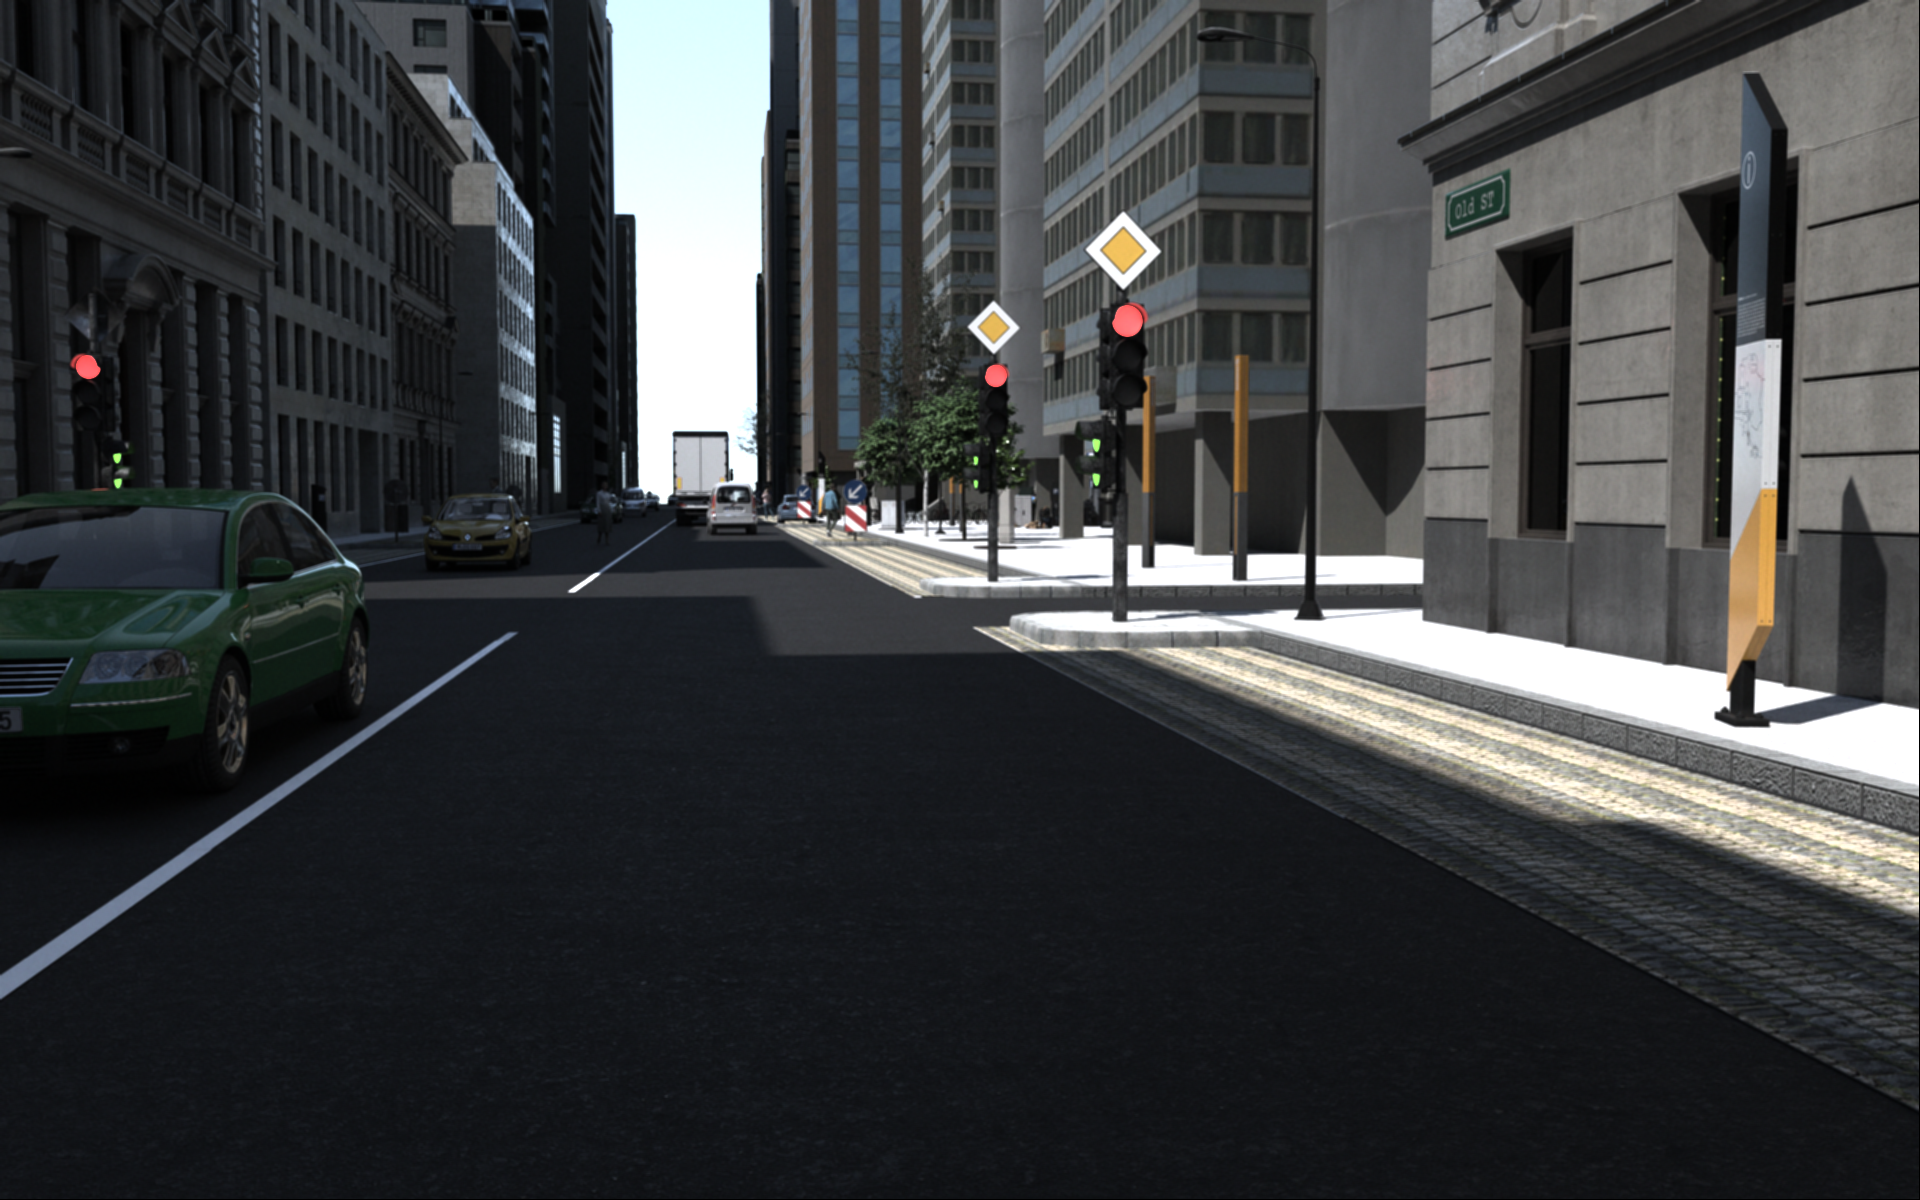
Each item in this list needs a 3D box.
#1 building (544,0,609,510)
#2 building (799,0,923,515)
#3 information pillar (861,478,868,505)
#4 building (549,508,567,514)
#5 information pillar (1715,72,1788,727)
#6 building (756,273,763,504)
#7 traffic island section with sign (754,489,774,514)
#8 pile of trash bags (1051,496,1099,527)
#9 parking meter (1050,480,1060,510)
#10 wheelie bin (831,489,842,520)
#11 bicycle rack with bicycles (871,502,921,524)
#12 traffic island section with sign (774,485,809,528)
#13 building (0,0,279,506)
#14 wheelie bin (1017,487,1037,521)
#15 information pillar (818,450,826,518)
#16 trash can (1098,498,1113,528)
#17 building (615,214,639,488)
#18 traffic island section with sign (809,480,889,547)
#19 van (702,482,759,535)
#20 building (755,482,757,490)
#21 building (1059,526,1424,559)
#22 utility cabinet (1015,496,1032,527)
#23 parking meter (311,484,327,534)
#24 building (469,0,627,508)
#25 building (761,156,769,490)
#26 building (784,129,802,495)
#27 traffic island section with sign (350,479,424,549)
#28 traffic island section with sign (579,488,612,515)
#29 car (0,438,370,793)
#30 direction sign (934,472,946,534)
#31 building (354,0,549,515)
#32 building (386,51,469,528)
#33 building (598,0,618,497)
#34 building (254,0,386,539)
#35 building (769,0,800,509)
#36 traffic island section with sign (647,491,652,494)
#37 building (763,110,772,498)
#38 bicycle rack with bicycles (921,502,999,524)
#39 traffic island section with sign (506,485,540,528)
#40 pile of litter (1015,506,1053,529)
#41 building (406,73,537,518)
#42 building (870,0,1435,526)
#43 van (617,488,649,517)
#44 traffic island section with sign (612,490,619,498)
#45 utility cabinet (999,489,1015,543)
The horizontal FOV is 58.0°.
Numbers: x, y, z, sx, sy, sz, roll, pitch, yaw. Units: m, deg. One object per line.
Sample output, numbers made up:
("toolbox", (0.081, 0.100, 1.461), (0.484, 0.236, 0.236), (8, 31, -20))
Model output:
("building", (-42.380, -32.258, 151.126), (21.300, 48.544, 21.600), (0, 4, -8))
("building", (-3.095, -28.279, 112.476), (14.600, 45.320, 14.200), (0, 4, -8))
("information pillar", (-4.304, -4.539, 78.712), (0.304, 2.012, 0.304), (-2, 4, -35))
("building", (-39.597, -49.591, 123.483), (22.319, 86.520, 31.000), (0, 4, -8))
("information pillar", (4.366, -1.110, 9.502), (0.183, 3.616, 0.504), (0, 4, 6))
("building", (-19.693, -27.869, 227.355), (14.160, 30.474, 14.107), (0, 4, -8))
("traffic island section with sign", (-13.959, -7.073, 124.270), (1.989, 1.847, 2.006), (0, 4, -8))
("pile of trash bags", (5.240, -3.622, 68.965), (3.447, 1.369, 1.912), (1, 4, 10))
("parking meter", (3.962, -4.063, 72.147), (0.399, 1.863, 0.255), (0, 4, 0))
("wheelie bin", (-6.217, -4.782, 86.096), (0.693, 1.594, 0.980), (0, 4, 1))
("bicycle rack with bicycles", (-2.860, -3.765, 74.938), (2.925, 0.926, 2.852), (-1, 4, -16))
("traffic island section with sign", (-6.871, -4.038, 74.646), (1.989, 1.847, 2.006), (0, 4, -8))
("building", (-20.209, -12.388, 31.422), (11.050, 23.489, 19.941), (0, 4, -8))
("wheelie bin", (2.876, -4.073, 74.501), (0.980, 1.594, 0.693), (2, 4, 29))
("information pillar", (-7.357, -6.171, 92.249), (0.183, 3.616, 0.504), (-3, 5, -45))
("trash can", (5.552, -3.292, 65.481), (0.748, 1.137, 0.748), (0, 3, 0))
("building", (-53.016, -34.338, 245.020), (14.154, 41.232, 14.086), (0, 4, -8))
("traffic island section with sign", (-3.063, -2.406, 47.960), (1.989, 1.847, 2.006), (0, 4, -8))
("van", (-8.187, -3.364, 62.014), (2.013, 2.044, 4.112), (-1, 4, -10))
("building", (-13.141, -33.999, 247.764), (32.217, 40.220, 23.993), (0, 4, -8))
("building", (15.315, -21.422, 42.123), (23.993, 40.220, 32.217), (0, 4, -8))
("utility cabinet", (2.309, -3.491, 68.245), (1.020, 1.237, 0.306), (0, 4, -2))
("parking meter", (-16.657, -2.239, 45.023), (0.372, 1.533, 0.369), (0, 3, 0))
("building", (-54.039, -55.535, 220.676), (22.319, 86.520, 31.000), (0, 4, -8))
("building", (-17.388, -32.388, 213.142), (14.154, 41.232, 14.086), (0, 4, -8))
("building", (-7.331, -22.603, 141.261), (14.160, 30.474, 14.107), (0, 4, -8))
("traffic island section with sign", (-14.871, -2.262, 45.613), (1.989, 1.847, 2.006), (0, 4, -8))
("traffic island section with sign", (-25.803, -6.945, 122.179), (1.989, 1.847, 2.006), (0, 4, -8))
("car", (-4.550, -0.049, 9.603), (1.959, 1.807, 4.718), (0, 4, -7))
("direction sign", (-0.635, -3.900, 55.756), (0.876, 3.537, 0.379), (3, 4, 36))
("building", (-32.582, -20.291, 103.453), (14.160, 30.474, 14.107), (0, 4, -8))
("building", (-25.925, -12.433, 67.911), (10.561, 19.102, 19.286), (0, 4, -8))
("building", (-49.711, -39.767, 192.195), (21.231, 58.520, 28.212), (0, 4, -8))
("building", (-23.401, -11.943, 50.012), (10.420, 20.320, 16.860), (0, 4, -8))
("building", (-7.171, -37.907, 161.786), (21.231, 58.520, 28.212), (0, 4, -8))
("traffic island section with sign", (-41.264, -13.575, 230.570), (1.989, 1.847, 2.006), (0, 4, -8))
("building", (-15.313, -33.574, 199.053), (14.600, 45.320, 14.200), (0, 4, -8))
("bicycle rack with bicycles", (0.385, -3.708, 74.003), (2.852, 0.926, 2.925), (-2, 4, -28))
("traffic island section with sign", (-18.775, -3.935, 72.963), (1.989, 1.847, 2.006), (0, 4, -8))
("pile of litter", (2.905, -3.079, 64.315), (1.176, 0.858, 1.719), (2, 4, 26))
("building", (-27.561, -14.209, 87.065), (10.420, 20.320, 16.860), (0, 4, -8))
("building", (10.966, -24.357, 90.124), (32.217, 40.220, 23.993), (0, 4, -8))
("van", (-20.851, -6.322, 110.375), (2.013, 2.044, 4.112), (-1, 4, -10))
("traffic island section with sign", (-29.680, -8.607, 149.347), (1.989, 1.847, 2.006), (0, 4, -8))
("utility cabinet", (1.210, -2.238, 45.274), (0.318, 1.500, 1.173), (0, 4, 8))
